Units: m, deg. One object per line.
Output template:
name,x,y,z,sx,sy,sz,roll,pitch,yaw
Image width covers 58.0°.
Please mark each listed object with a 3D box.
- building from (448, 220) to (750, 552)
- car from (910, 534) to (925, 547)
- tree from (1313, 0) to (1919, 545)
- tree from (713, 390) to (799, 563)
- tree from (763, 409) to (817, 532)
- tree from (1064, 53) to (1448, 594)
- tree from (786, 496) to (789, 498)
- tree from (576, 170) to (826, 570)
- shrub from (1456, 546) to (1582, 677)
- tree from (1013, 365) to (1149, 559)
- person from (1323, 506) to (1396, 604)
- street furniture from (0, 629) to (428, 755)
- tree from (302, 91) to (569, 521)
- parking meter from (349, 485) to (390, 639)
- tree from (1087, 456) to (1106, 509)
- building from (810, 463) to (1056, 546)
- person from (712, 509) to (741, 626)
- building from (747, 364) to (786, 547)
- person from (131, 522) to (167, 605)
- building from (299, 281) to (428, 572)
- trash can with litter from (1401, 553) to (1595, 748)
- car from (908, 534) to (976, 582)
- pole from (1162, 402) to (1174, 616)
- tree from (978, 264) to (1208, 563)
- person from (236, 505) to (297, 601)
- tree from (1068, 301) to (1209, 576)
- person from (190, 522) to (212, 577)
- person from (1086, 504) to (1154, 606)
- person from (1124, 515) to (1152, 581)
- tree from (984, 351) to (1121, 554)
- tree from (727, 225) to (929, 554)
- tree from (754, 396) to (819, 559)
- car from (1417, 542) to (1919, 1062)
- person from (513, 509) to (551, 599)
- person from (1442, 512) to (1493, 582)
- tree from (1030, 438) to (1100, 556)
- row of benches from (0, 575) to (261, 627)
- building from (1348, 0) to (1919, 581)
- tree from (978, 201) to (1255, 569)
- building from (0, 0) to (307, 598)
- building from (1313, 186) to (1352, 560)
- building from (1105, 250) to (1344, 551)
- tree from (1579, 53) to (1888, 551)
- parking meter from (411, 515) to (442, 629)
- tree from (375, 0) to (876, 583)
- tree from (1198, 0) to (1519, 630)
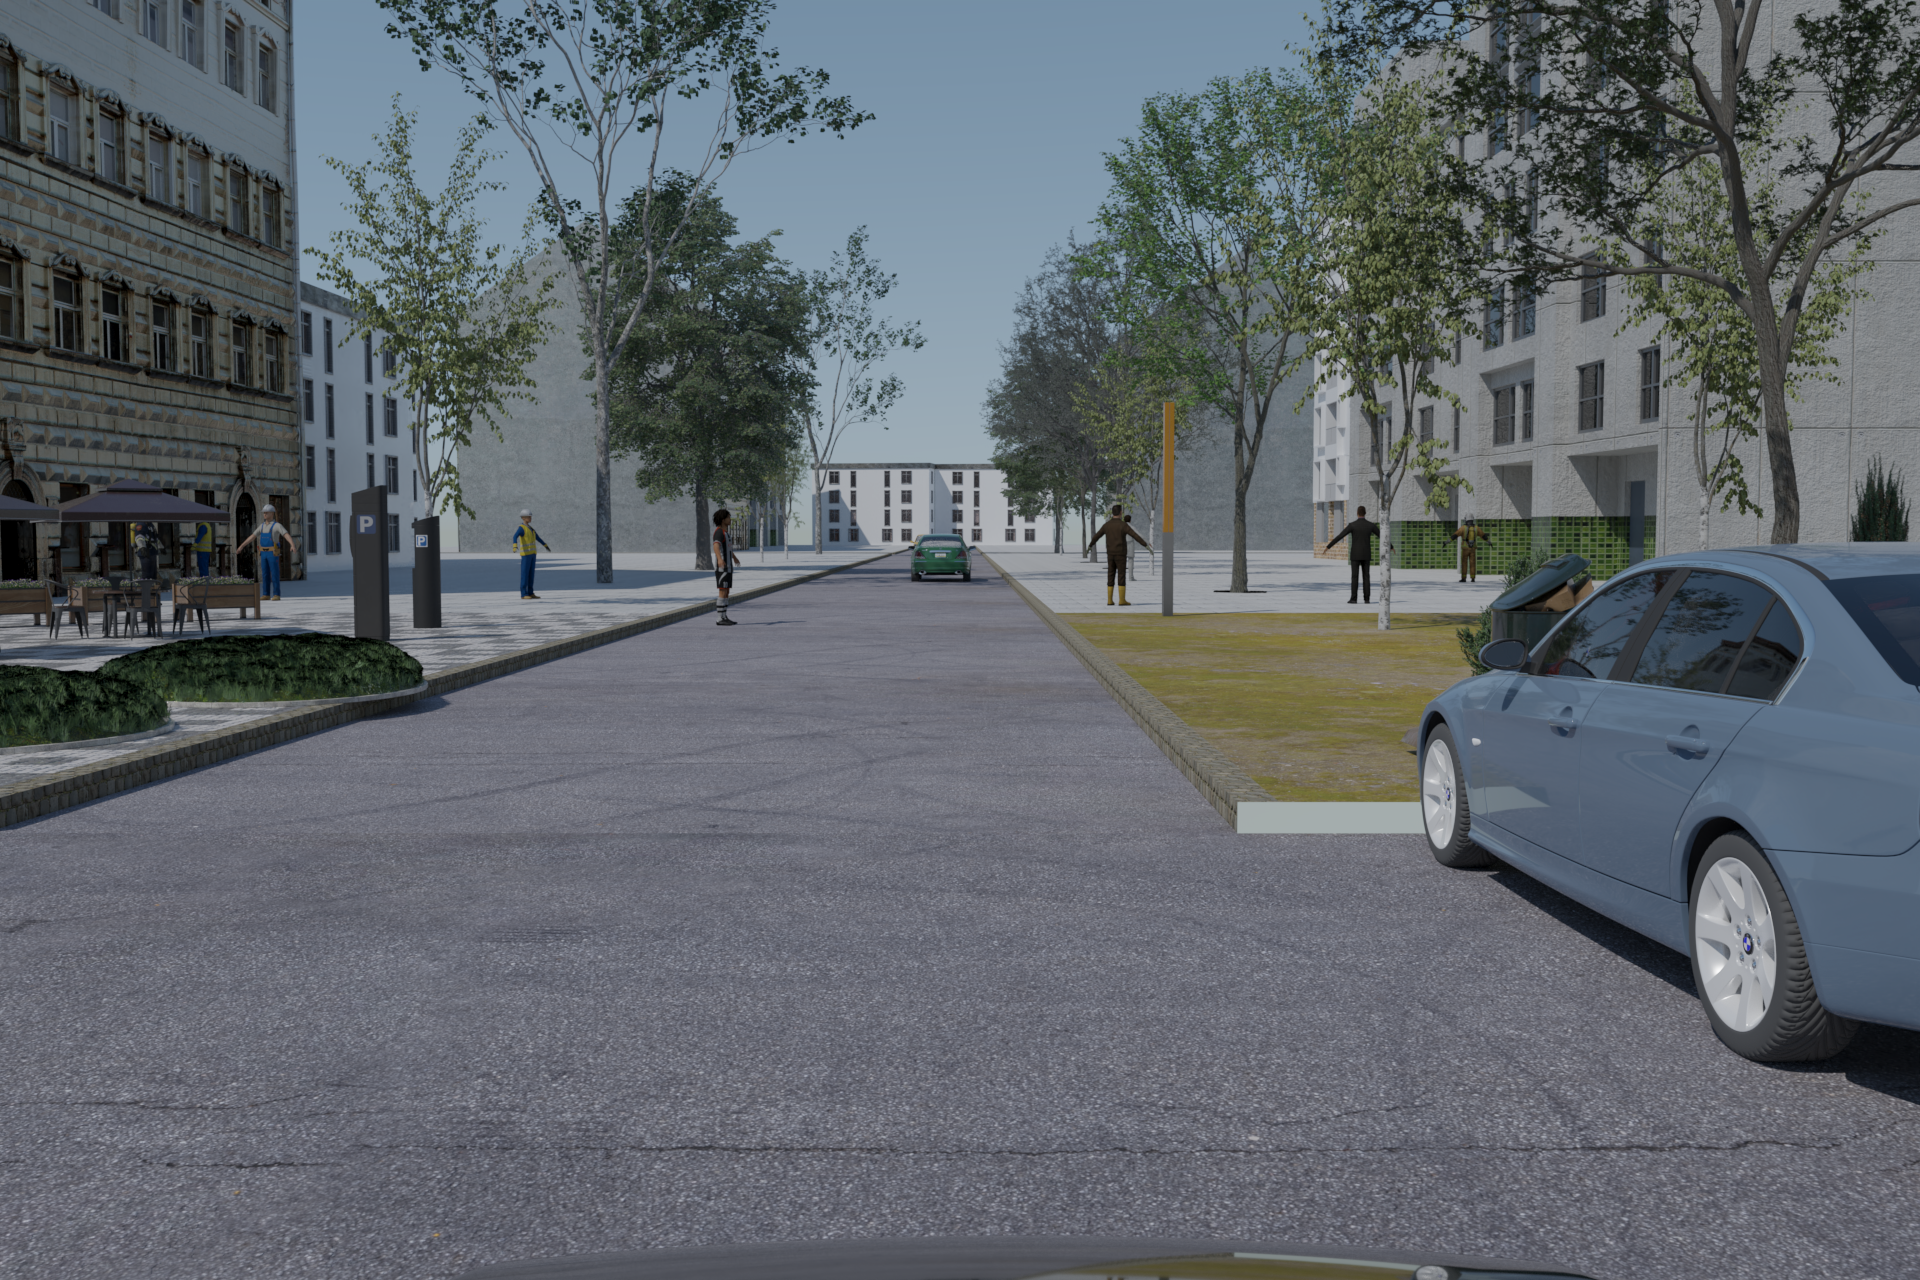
building,-26.267,-18.338,130.756,19.493,23.208,18.063,0,4,-1
car,-2.046,-5.921,107.039,2.015,1.641,3.980,0,3,0
tree,7.018,-4.914,14.756,8.767,10.594,7.601,-1,4,-15
tree,-9.066,-7.801,77.910,4.737,8.622,4.395,0,3,0
tree,-9.508,-8.900,95.870,4.360,8.622,3.978,0,3,0
tree,6.287,-6.840,37.589,9.928,11.665,9.643,0,3,0
tree,-21.409,-15.193,198.760,4.737,8.622,4.395,0,3,0
tree,-9.080,-9.454,61.230,9.857,13.997,8.962,0,3,0
shrub,3.783,-0.015,11.358,1.383,1.207,1.383,0,3,0
tree,6.233,-9.553,90.606,7.601,10.594,8.767,-1,4,-12
person,7.368,-1.569,31.875,1.346,1.802,0.704,0,4,-1
street furniture,-8.900,0.232,11.833,10.072,0.657,5.734,-1,4,-17
tree,-8.977,-4.866,29.926,4.737,8.622,4.395,0,3,0
parking meter,-7.066,-0.919,20.732,0.399,1.863,0.255,0,4,1
tree,17.859,-17.053,204.574,9.928,11.665,9.643,0,3,0
building,-2.861,-15.882,204.269,28.070,9.664,9.099,1,4,9
person,-3.681,-1.136,27.181,0.704,1.843,1.345,0,4,4
building,-28.340,-19.170,179.891,16.747,18.905,31.486,0,4,1
person,-14.317,-1.519,30.611,0.705,1.856,1.354,-1,4,-10
building,-26.266,-7.773,69.242,9.099,9.664,28.070,0,4,0
trash can with litter,3.126,0.089,9.930,1.055,1.170,0.624,0,4,-2
car,-0.563,-2.550,53.489,2.131,1.459,4.920,0,4,0
pole,3.242,-2.026,26.967,0.158,3.312,0.155,0,3,0
tree,5.914,-10.183,76.867,12.009,13.543,11.850,0,3,0
person,-13.299,-1.681,33.335,1.347,1.847,0.705,1,4,17
tree,5.765,-6.301,53.390,4.737,8.622,4.395,0,3,0
person,-16.763,-1.976,38.273,0.705,1.833,1.349,-1,4,-14
person,2.822,-1.521,31.000,1.346,1.812,0.704,2,4,33
person,4.575,-2.503,47.112,1.347,1.806,0.705,2,4,29
tree,6.410,-12.650,113.490,9.857,13.997,8.962,0,3,0
tree,-8.326,-15.365,107.102,12.611,20.169,13.585,0,3,0
tree,-8.717,-8.395,87.621,4.360,8.622,3.978,0,3,0
car,2.957,0.367,6.005,2.014,1.417,4.499,0,4,-1
person,-8.453,-1.693,34.137,0.721,1.772,1.216,1,4,20
person,13.507,-2.461,46.013,1.354,1.858,0.705,0,4,-1
tree,5.740,-9.280,102.092,4.360,8.622,3.978,0,3,0
row of benches,-12.043,-0.575,24.857,4.104,0.672,1.422,-3,5,-43
building,24.454,-11.543,55.182,16.747,18.905,31.486,0,4,0
tree,5.924,-9.354,63.312,12.009,13.543,11.850,0,3,0
building,-27.439,-12.685,38.332,19.493,23.208,18.063,0,4,1
building,23.731,-14.278,89.872,16.016,20.090,11.380,0,3,0
building,21.990,-19.039,142.219,19.493,23.208,18.063,0,4,0
tree,12.012,-4.698,27.178,4.737,8.622,4.395,0,3,0
parking meter,-7.282,-0.931,23.639,0.372,1.533,0.369,0,3,0
tree,-7.803,-11.532,44.434,12.611,20.169,13.585,0,3,0
tree,5.517,-4.431,22.811,4.737,8.622,4.395,0,3,0
